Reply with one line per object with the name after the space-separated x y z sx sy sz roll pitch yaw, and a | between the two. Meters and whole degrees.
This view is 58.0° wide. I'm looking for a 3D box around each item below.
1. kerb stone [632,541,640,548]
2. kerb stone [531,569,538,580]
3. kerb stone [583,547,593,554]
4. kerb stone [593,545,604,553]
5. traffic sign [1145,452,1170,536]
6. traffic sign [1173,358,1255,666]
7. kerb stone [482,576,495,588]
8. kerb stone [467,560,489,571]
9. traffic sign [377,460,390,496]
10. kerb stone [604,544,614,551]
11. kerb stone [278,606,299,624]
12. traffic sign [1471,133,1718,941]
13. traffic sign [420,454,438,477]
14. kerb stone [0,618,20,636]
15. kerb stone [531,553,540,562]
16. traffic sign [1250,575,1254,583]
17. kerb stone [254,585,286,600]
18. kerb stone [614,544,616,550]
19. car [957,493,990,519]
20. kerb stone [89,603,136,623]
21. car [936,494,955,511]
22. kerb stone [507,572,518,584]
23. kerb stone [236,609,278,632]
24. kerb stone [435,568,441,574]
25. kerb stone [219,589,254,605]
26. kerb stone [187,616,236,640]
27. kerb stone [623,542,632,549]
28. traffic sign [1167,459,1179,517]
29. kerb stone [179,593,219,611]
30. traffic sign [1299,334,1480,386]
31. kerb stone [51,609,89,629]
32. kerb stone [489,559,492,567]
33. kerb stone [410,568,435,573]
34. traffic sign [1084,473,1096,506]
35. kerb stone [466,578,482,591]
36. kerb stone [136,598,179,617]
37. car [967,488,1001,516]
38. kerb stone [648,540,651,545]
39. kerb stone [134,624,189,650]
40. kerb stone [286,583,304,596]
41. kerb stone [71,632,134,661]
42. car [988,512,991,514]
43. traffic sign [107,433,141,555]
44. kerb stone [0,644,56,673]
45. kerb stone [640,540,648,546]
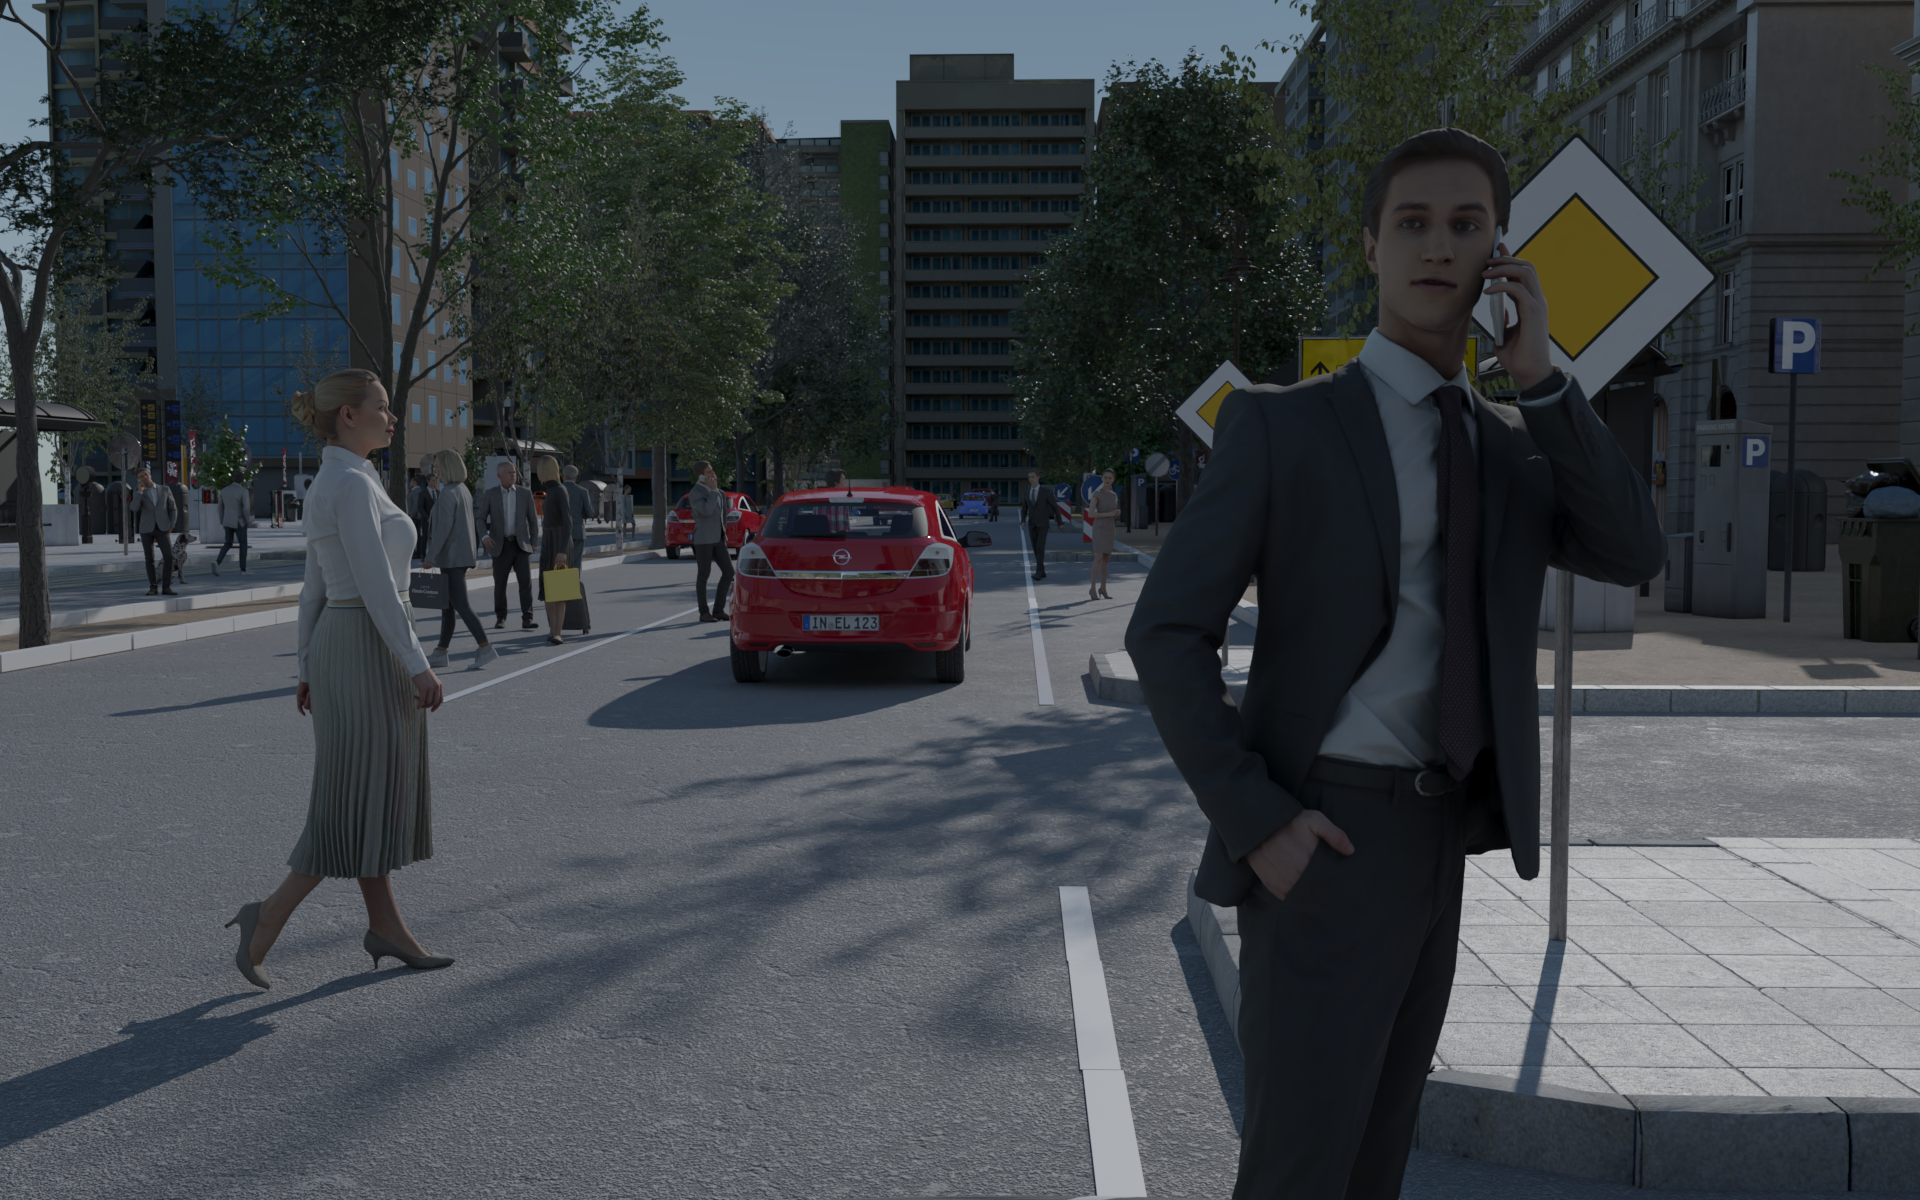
-8.759 -1.464 46.164 0.120 0.150 1.000 0 4 2 | kerb stone
-7.238 -0.396 28.694 0.120 0.150 1.000 0 4 2 | kerb stone
-8.931 -1.150 41.049 0.120 0.150 1.000 0 4 2 | kerb stone
-8.892 -1.216 42.073 0.120 0.150 1.000 0 4 2 | kerb stone
6.046 -3.245 53.163 0.768 2.556 0.104 0 4 3 | traffic sign
1.981 -0.567 12.909 0.795 2.450 0.064 0 4 2 | traffic sign
-7.302 -0.268 26.647 0.120 0.150 1.000 0 4 2 | kerb stone
-9.192 -0.652 32.860 0.120 0.150 1.000 0 4 2 | kerb stone
-20.316 -3.750 61.412 0.768 2.556 0.104 1 4 11 | traffic sign
-8.862 -1.278 43.097 0.120 0.150 1.000 0 4 2 | kerb stone
-7.532 0.167 19.481 0.120 0.150 1.000 0 4 2 | kerb stone
1.720 -0.079 4.928 0.795 2.450 0.064 0 4 2 | traffic sign
-16.628 -3.325 54.466 0.768 2.556 0.104 0 4 8 | traffic sign
-9.702 0.288 17.489 0.120 0.150 1.000 0 4 2 | kerb stone
-9.055 -0.903 36.957 0.120 0.150 1.000 0 4 2 | kerb stone
4.218 -1.521 24.974 0.768 2.556 0.104 1 4 10 | traffic sign
-9.495 -0.087 23.629 0.120 0.150 1.000 0 4 2 | kerb stone
-8.825 -1.341 44.119 0.120 0.150 1.000 0 4 2 | kerb stone
0.791 -5.563 100.549 1.945 1.707 3.694 0 4 1 | car
-9.634 0.163 19.538 0.120 0.150 1.000 0 4 2 | kerb stone
-1.433 -8.427 148.000 2.015 1.641 3.980 0 4 1 | car
-7.265 -0.335 27.672 0.120 0.150 1.000 0 4 2 | kerb stone
-7.567 0.230 18.459 0.120 0.150 1.000 0 4 2 | kerb stone
-9.262 -0.527 30.811 0.120 0.150 1.000 0 4 2 | kerb stone
-9.532 -0.025 22.606 0.120 0.150 1.000 0 4 2 | kerb stone
-7.602 0.293 17.437 0.120 0.150 1.000 0 4 2 | kerb stone
-8.794 -1.402 45.142 0.120 0.150 1.000 0 4 2 | kerb stone
7.879 -3.834 62.793 0.768 2.556 0.104 0 4 5 | traffic sign
-9.562 0.037 21.584 0.120 0.150 1.000 0 4 2 | kerb stone
5.491 -1.738 22.286 2.265 3.308 0.079 0 4 5 | traffic sign
-9.668 0.228 18.517 0.120 0.150 1.000 0 4 2 | kerb stone
-9.169 -0.715 33.887 0.120 0.150 1.000 0 4 2 | kerb stone
-9.299 -0.464 29.790 0.120 0.150 1.000 0 4 2 | kerb stone
6.309 -5.020 84.213 0.606 2.300 0.079 1 4 11 | traffic sign
-7.329 -0.210 25.625 0.120 0.150 1.000 0 4 2 | kerb stone
-9.606 0.100 20.562 0.120 0.150 1.000 0 4 2 | kerb stone
1.561 -6.580 116.261 2.281 1.827 5.304 0 4 3 | car
-8.698 -1.591 48.209 0.120 0.150 1.000 0 4 2 | kerb stone
-7.630 0.358 16.404 0.120 0.150 1.000 0 4 2 | kerb stone
-9.469 -0.151 24.670 0.120 0.150 1.000 0 4 2 | kerb stone
-7.673 0.419 15.379 0.120 0.150 1.000 0 4 2 | kerb stone
1.470 -7.155 128.786 2.131 1.459 4.920 0 4 1 | car
-17.433 -2.203 36.132 0.768 2.556 0.104 1 4 9 | traffic sign
-7.704 0.482 14.347 0.120 0.150 1.000 0 4 2 | kerb stone
-8.727 -1.528 47.186 0.120 0.150 1.000 0 4 2 | kerb stone
